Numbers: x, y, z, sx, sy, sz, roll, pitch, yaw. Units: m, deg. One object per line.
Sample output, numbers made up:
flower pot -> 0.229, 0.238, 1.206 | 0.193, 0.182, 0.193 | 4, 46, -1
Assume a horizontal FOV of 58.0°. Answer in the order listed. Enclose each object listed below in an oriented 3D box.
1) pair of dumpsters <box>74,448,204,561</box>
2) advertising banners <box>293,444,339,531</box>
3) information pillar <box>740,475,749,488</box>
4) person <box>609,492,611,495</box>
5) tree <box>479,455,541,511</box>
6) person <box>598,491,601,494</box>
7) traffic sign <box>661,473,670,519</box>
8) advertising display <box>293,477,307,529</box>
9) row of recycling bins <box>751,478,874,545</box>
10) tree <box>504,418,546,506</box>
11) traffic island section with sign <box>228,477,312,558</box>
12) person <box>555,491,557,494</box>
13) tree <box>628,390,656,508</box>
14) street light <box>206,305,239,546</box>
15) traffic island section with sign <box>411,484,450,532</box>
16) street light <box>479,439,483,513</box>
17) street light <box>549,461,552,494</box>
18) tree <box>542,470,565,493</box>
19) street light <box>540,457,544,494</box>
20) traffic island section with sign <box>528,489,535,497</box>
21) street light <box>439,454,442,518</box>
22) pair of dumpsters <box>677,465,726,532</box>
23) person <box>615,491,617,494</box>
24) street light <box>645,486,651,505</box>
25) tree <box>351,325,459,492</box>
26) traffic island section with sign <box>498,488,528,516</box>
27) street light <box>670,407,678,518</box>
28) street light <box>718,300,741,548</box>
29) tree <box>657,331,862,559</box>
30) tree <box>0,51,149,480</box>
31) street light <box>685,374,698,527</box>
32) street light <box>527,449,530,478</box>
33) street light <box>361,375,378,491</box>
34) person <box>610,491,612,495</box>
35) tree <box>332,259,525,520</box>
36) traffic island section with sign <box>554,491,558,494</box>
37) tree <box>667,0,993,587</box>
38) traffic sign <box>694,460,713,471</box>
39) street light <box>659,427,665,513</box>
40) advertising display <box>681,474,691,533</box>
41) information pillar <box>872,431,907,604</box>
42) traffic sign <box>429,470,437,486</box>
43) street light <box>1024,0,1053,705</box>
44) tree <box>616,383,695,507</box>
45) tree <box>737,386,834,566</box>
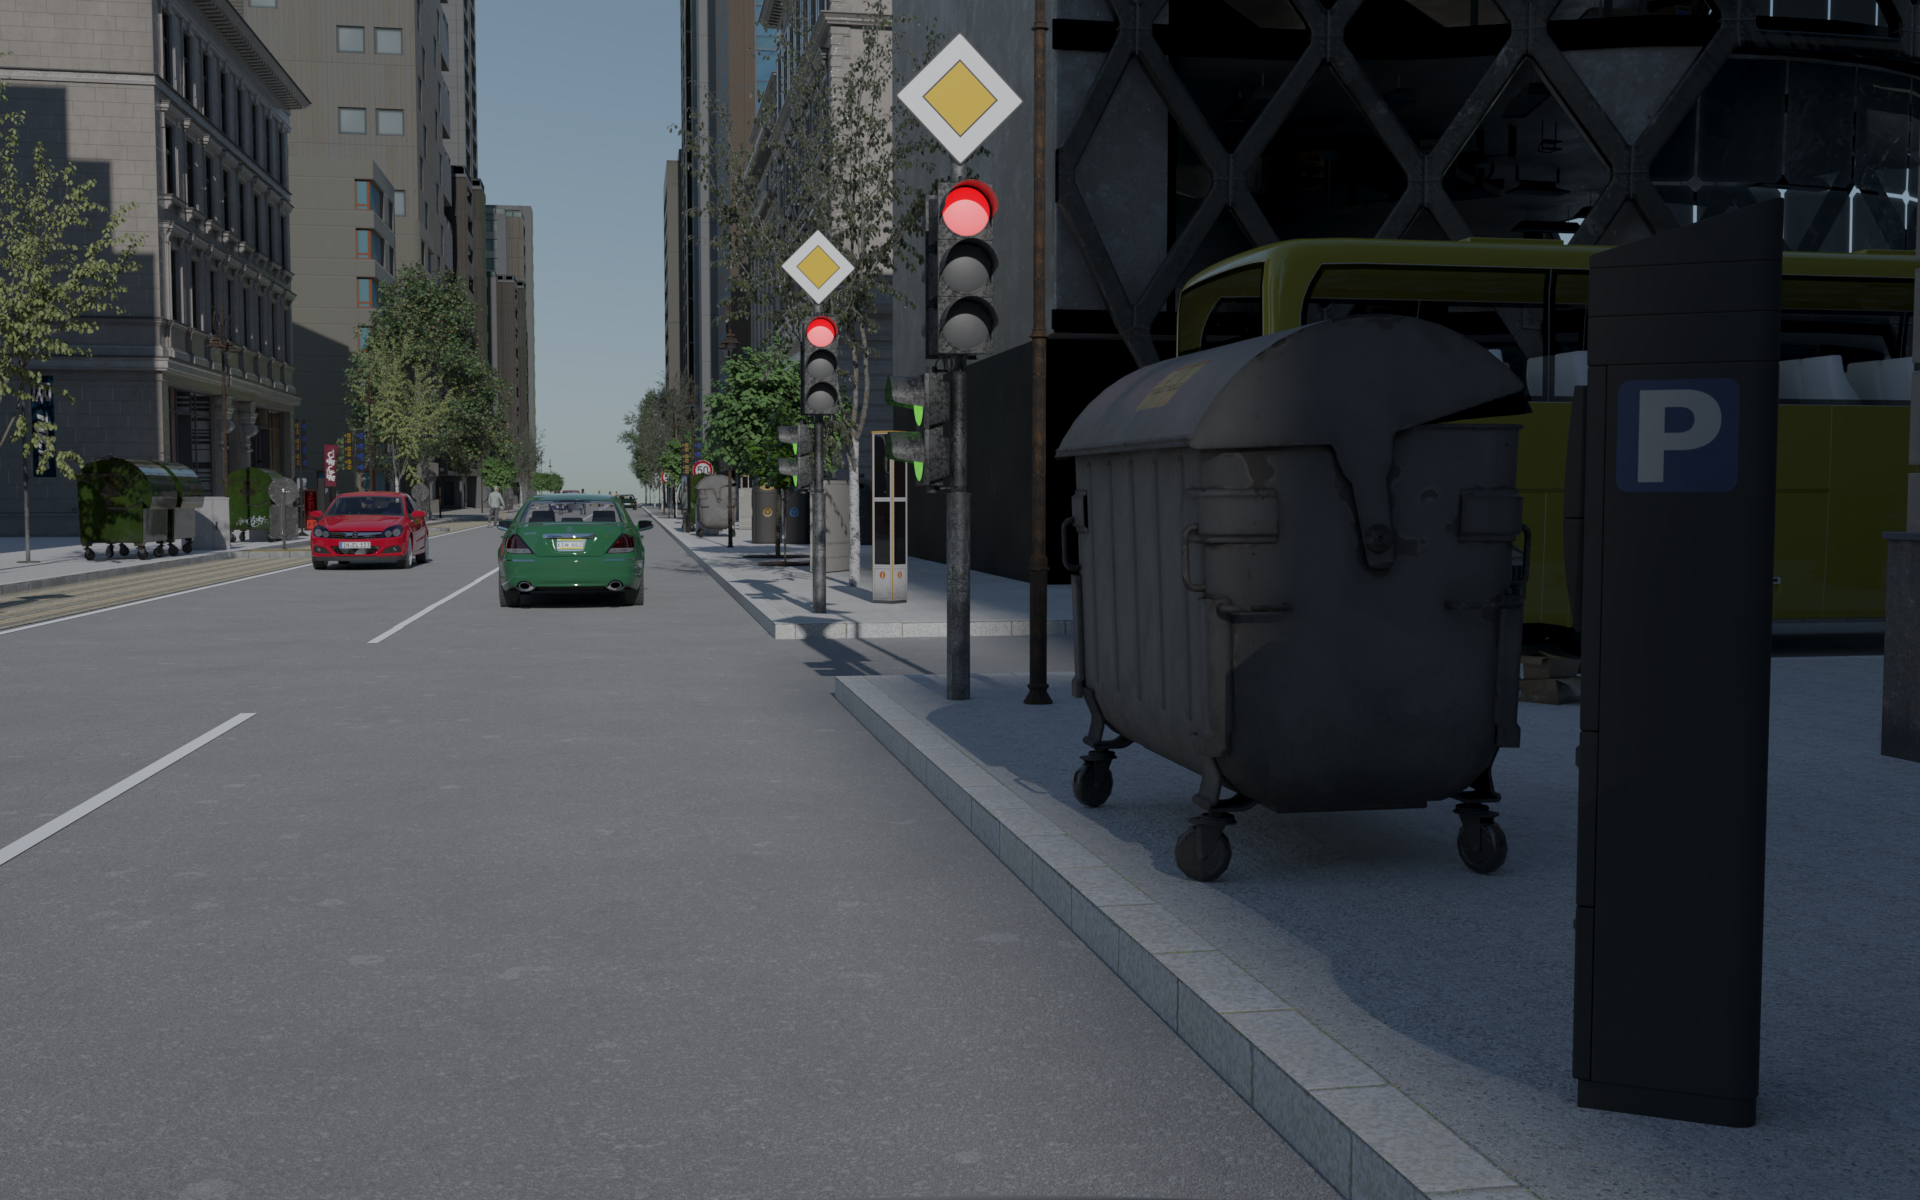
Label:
pair of dumpsters -> -16.725, -2.007, 35.316 | 1.574, 2.255, 4.437 | -1, 4, -11
advertising banners -> -22.721, -3.934, 60.503 | 2.074, 3.025, 0.090 | -2, 4, -35
information pillar -> -8.451, -3.883, 67.987 | 0.304, 2.012, 0.304 | -1, 4, -15
person -> -39.854, -11.521, 197.659 | 1.217, 1.735, 0.721 | 3, 5, 44
tree -> -36.011, -9.264, 135.187 | 4.285, 4.588, 4.351 | 0, 3, 0
person -> -40.755, -11.436, 195.482 | 1.348, 1.823, 0.705 | 3, 5, 40
traffic sign -> -15.258, -5.544, 90.756 | 0.768, 2.556, 0.104 | 0, 4, -6
advertising display -> -24.468, -3.613, 64.290 | 0.123, 1.923, 0.974 | 0, 4, 2
row of recycling bins -> -3.724, -2.272, 44.254 | 3.534, 1.692, 1.069 | 1, 4, 21
tree -> -42.077, -13.176, 165.784 | 4.360, 8.622, 3.978 | 0, 3, 0
traffic island section with sign -> -15.397, -1.879, 39.351 | 1.989, 1.847, 2.006 | -1, 4, -11
person -> -43.040, -10.736, 184.713 | 0.721, 1.739, 1.217 | 3, 5, 45
tree -> -16.625, -9.139, 99.779 | 4.360, 8.622, 3.978 | 0, 3, 0
street light -> -18.011, -4.260, 42.435 | 0.468, 5.910, 1.993 | -1, 4, -11
traffic island section with sign -> -20.486, -3.498, 65.824 | 1.989, 1.847, 2.006 | -1, 4, -11
street light -> -32.293, -8.814, 116.900 | 0.468, 5.910, 1.993 | -1, 4, -11
street light -> -53.303, -15.449, 225.375 | 0.468, 5.910, 1.993 | -1, 4, -11
tree -> -52.727, -14.267, 216.985 | 4.285, 4.588, 4.351 | 0, 3, 0
street light -> -48.194, -13.866, 199.498 | 0.468, 5.910, 1.993 | -1, 4, -11
traffic island section with sign -> -35.012, -8.129, 141.530 | 1.989, 1.847, 2.006 | -1, 4, -11
street light -> -27.582, -7.277, 91.762 | 0.468, 5.910, 1.993 | -1, 4, -11
pair of dumpsters -> -8.997, -3.535, 60.293 | 1.574, 2.255, 4.437 | -1, 4, -11
person -> -47.029, -13.969, 236.980 | 0.705, 1.812, 1.348 | -1, 4, -10
street light -> -40.353, -15.283, 222.657 | 0.468, 5.910, 1.993 | -1, 4, -11
tree -> -24.597, -7.698, 76.217 | 4.737, 8.622, 4.395 | 0, 3, 0
traffic island section with sign -> -29.934, -6.509, 115.056 | 1.989, 1.847, 2.006 | -1, 4, -11
street light -> -15.187, -7.298, 92.108 | 0.468, 5.910, 1.993 | -1, 4, -11
street light -> -5.510, -4.196, 41.386 | 0.468, 5.910, 1.993 | -1, 4, -11
tree -> -3.660, -3.131, 34.912 | 4.285, 4.588, 4.351 | 0, 3, 0
tree -> -15.878, -4.763, 28.242 | 4.737, 8.622, 4.395 | 0, 3, 0
street light -> -10.370, -5.763, 67.020 | 0.468, 5.910, 1.993 | -1, 4, -11
street light -> -43.396, -12.326, 174.325 | 0.468, 5.910, 1.993 | -1, 4, -11
street light -> -22.925, -5.782, 67.329 | 0.468, 5.910, 1.993 | -1, 4, -11
person -> -49.161, -14.378, 243.657 | 0.705, 1.814, 1.350 | 0, 4, 4
tree -> -26.155, -10.262, 84.791 | 9.611, 12.733, 9.660 | 0, 3, 0
traffic island section with sign -> -45.435, -11.445, 195.757 | 1.989, 1.847, 2.006 | -1, 4, -11
tree -> -1.701, -4.489, 23.759 | 4.360, 8.622, 3.978 | 0, 3, 0
traffic sign -> -9.702, -3.996, 65.440 | 0.768, 2.556, 0.104 | 0, 4, -2
street light -> -20.020, -8.820, 116.992 | 0.468, 5.910, 1.993 | -1, 4, -11
advertising display -> -9.087, -3.193, 57.424 | 0.123, 1.923, 0.974 | -1, 4, -21
information pillar -> -0.823, -0.968, 20.321 | 0.304, 2.012, 0.304 | 2, 4, 35
traffic sign -> -27.719, -5.525, 90.438 | 0.768, 2.556, 0.104 | 0, 4, -2
street light -> 0.479, -2.303, 10.443 | 0.468, 5.910, 1.993 | -1, 4, -11
tree -> -30.660, -16.014, 178.844 | 9.611, 12.733, 9.660 | 0, 3, 0
tree -> -3.266, -2.235, 31.149 | 1.663, 3.219, 1.824 | 0, 3, 0
